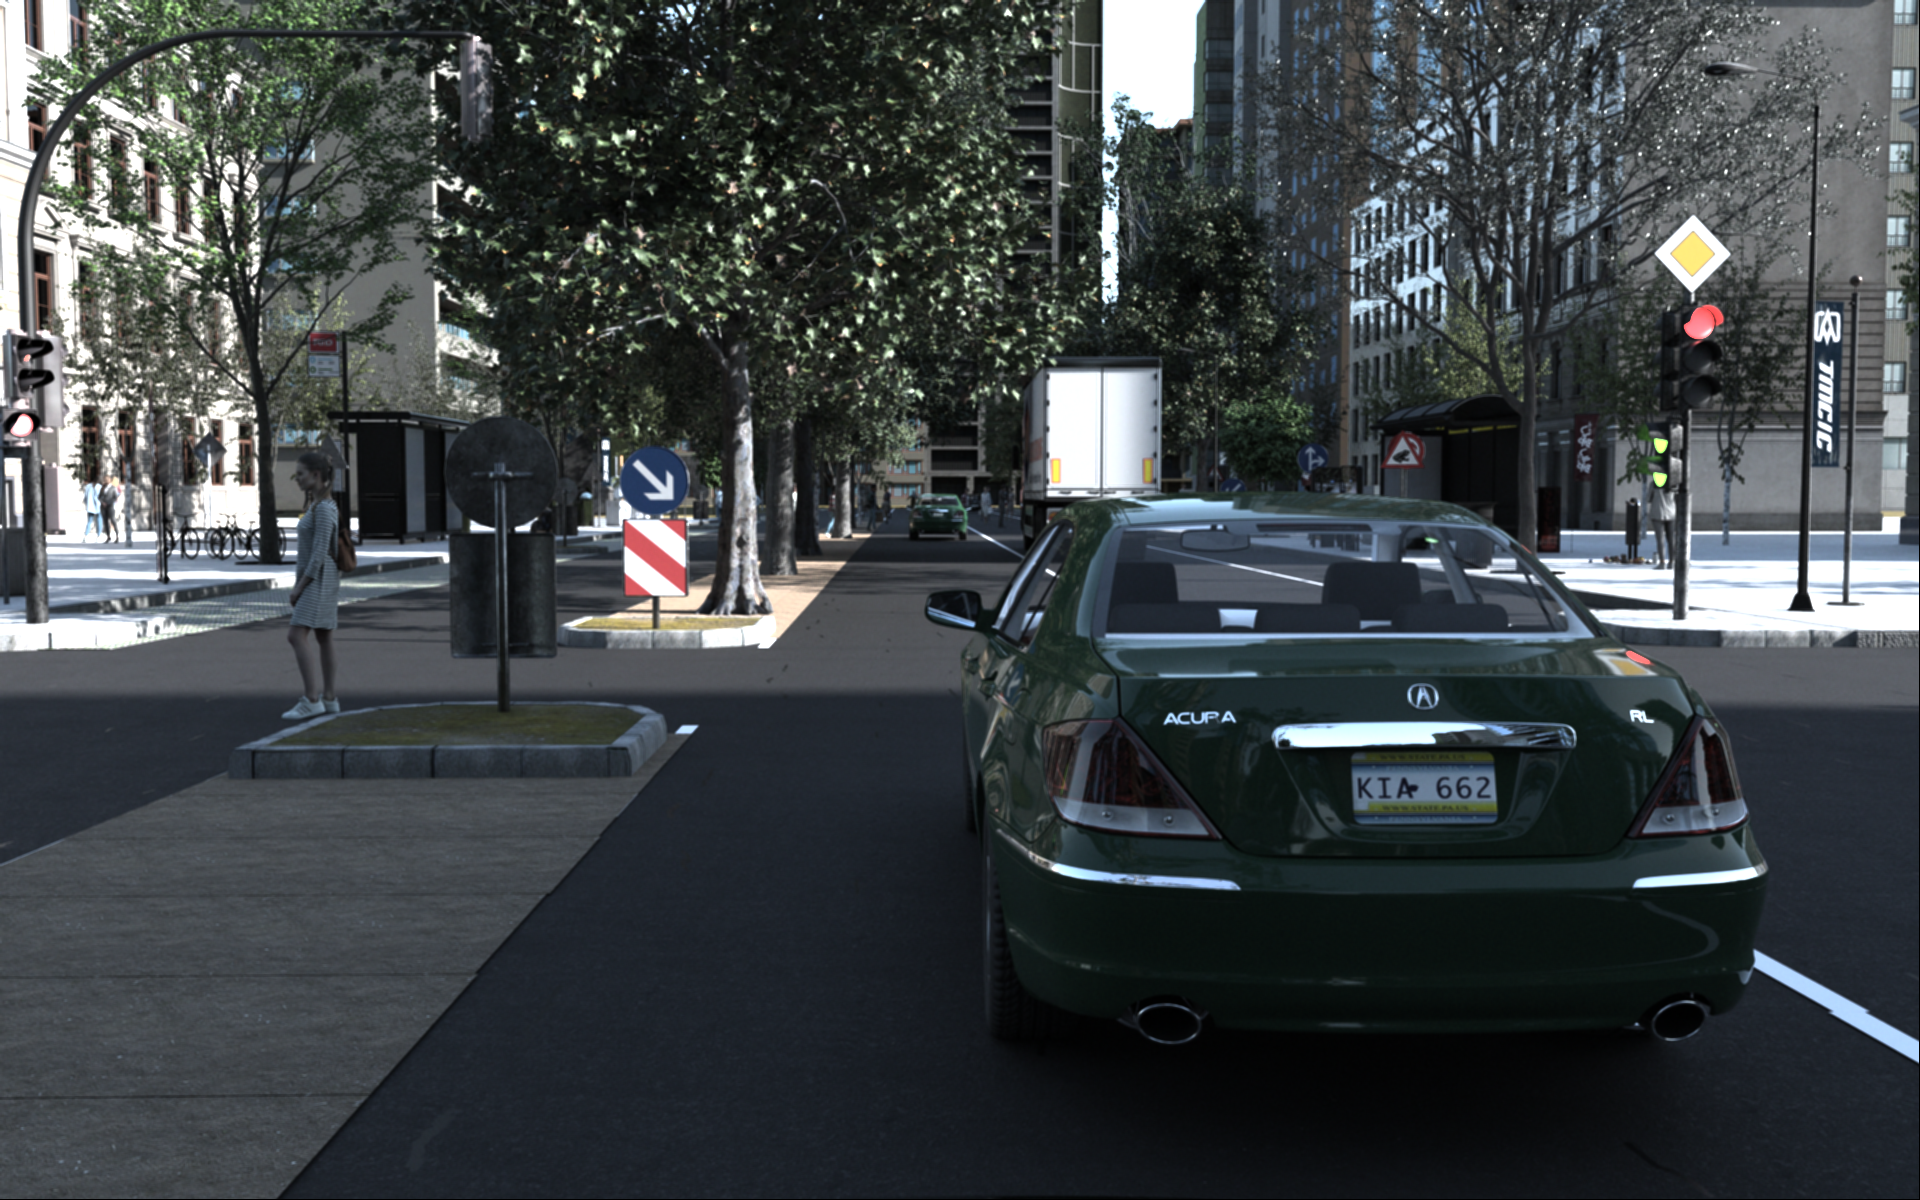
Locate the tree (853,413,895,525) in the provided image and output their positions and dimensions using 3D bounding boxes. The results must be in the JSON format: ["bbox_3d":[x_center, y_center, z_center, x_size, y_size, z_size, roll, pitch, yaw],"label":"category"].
[{"bbox_3d":[-4.581,-7.741,79.391,4.737,8.622,4.395,0,3,0],"label":"tree"}]

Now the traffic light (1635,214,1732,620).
[{"bbox_3d":[7.331,-1.751,17.547,0.839,4.253,0.868,0,4,-2],"label":"traffic light"}]

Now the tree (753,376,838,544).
[{"bbox_3d":[-4.035,-5.838,48.277,4.360,8.622,3.978,0,3,0],"label":"tree"}]

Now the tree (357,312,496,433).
[{"bbox_3d":[-21.911,-7.323,70.099,4.360,8.622,3.978,0,3,0],"label":"tree"}]

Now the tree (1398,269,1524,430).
[{"bbox_3d":[16.861,-6.481,56.325,4.737,8.622,4.395,0,3,0],"label":"tree"}]

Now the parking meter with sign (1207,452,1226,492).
[{"bbox_3d":[10.229,-4.577,71.088,1.738,3.016,0.543,-2,4,-33],"label":"parking meter with sign"}]

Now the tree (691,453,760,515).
[{"bbox_3d":[-14.935,-7.386,104.473,4.285,4.588,4.351,0,3,0],"label":"tree"}]

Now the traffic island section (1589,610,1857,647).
[{"bbox_3d":[7.371,0.283,17.662,2.009,0.180,2.903,0,4,-2],"label":"traffic island section"}]

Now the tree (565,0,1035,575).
[{"bbox_3d":[-3.228,-7.412,30.298,9.857,13.997,8.962,0,3,0],"label":"tree"}]

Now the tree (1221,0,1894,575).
[{"bbox_3d":[8.984,-7.164,27.494,12.009,13.543,11.850,0,3,0],"label":"tree"}]

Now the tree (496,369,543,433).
[{"bbox_3d":[-21.452,-7.911,79.710,4.360,8.622,3.978,0,3,0],"label":"tree"}]

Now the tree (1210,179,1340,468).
[{"bbox_3d":[8.827,-8.919,62.835,9.611,12.733,9.660,0,3,0],"label":"tree"}]

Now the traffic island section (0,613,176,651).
[{"bbox_3d":[-9.163,0.313,17.171,2.009,0.180,2.903,0,4,-2],"label":"traffic island section"}]

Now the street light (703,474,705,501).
[{"bbox_3d":[-12.785,-7.190,90.099,1.470,5.913,1.316,0,4,-2],"label":"street light"}]

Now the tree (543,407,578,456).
[{"bbox_3d":[-21.054,-8.498,89.311,4.360,8.622,3.978,0,3,0],"label":"tree"}]

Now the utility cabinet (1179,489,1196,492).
[{"bbox_3d":[10.602,-4.310,79.143,1.173,1.500,0.318,2,4,33],"label":"utility cabinet"}]

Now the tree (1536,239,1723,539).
[{"bbox_3d":[19.307,-6.051,49.296,4.737,8.622,4.395,0,3,0],"label":"tree"}]

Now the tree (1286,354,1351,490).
[{"bbox_3d":[18.705,-8.618,91.266,4.360,8.622,3.978,0,3,0],"label":"tree"}]

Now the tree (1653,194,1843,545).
[{"bbox_3d":[19.465,-5.679,43.207,4.360,8.622,3.978,0,3,0],"label":"tree"}]

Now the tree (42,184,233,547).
[{"bbox_3d":[-20.114,-5.587,41.705,4.360,8.622,3.978,0,3,0],"label":"tree"}]

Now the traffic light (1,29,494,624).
[{"bbox_3d":[-7.035,-2.597,17.136,4.771,5.953,1.251,0,4,-2],"label":"traffic light"}]

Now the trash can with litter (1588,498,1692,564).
[{"bbox_3d":[12.644,-1.308,32.440,1.678,1.210,2.233,1,4,10],"label":"trash can with litter"}]

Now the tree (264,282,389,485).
[{"bbox_3d":[-22.645,-6.773,61.106,4.737,8.622,4.395,0,3,0],"label":"tree"}]

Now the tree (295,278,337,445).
[{"bbox_3d":[-21.871,-6.394,54.903,4.360,8.622,3.978,0,3,0],"label":"tree"}]

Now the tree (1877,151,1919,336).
[{"bbox_3d":[20.330,-5.136,34.339,4.737,8.622,4.395,0,3,0],"label":"tree"}]

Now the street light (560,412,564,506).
[{"bbox_3d":[-11.758,-4.951,53.484,1.470,5.913,1.316,0,4,-2],"label":"street light"}]

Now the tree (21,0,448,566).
[{"bbox_3d":[-12.768,-6.456,31.317,9.928,11.665,9.643,0,3,0],"label":"tree"}]

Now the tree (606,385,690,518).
[{"bbox_3d":[-13.947,-7.972,80.709,4.737,8.622,4.395,0,3,0],"label":"tree"}]

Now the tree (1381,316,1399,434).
[{"bbox_3d":[18.766,-6.960,64.155,4.737,8.622,4.395,0,3,0],"label":"tree"}]

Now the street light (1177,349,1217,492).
[{"bbox_3d":[7.635,-5.072,55.462,1.470,5.913,1.316,0,4,-2],"label":"street light"}]

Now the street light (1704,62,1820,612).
[{"bbox_3d":[8.710,-2.832,18.836,1.470,5.913,1.316,0,4,-2],"label":"street light"}]

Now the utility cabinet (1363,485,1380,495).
[{"bbox_3d":[10.614,-2.176,44.255,0.318,1.500,1.173,2,4,32],"label":"utility cabinet"}]

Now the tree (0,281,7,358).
[{"bbox_3d":[-21.967,-5.251,36.219,4.737,8.622,4.395,0,3,0],"label":"tree"}]

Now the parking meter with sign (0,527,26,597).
[{"bbox_3d":[-12.400,-1.529,21.254,0.543,3.016,1.738,3,5,40],"label":"parking meter with sign"}]

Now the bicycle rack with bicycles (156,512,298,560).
[{"bbox_3d":[-14.315,-1.294,34.547,2.925,0.926,2.852,3,5,43],"label":"bicycle rack with bicycles"}]

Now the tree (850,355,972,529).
[{"bbox_3d":[-4.422,-9.661,70.786,12.009,13.543,11.850,0,3,0],"label":"tree"}]

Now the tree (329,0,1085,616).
[{"bbox_3d":[-2.676,-6.181,20.533,9.611,12.733,9.660,0,3,0],"label":"tree"}]

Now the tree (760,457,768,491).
[{"bbox_3d":[-15.049,-9.372,136.943,4.285,4.588,4.351,0,3,0],"label":"tree"}]

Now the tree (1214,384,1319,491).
[{"bbox_3d":[9.240,-4.170,51.889,4.285,4.588,4.351,0,3,0],"label":"tree"}]

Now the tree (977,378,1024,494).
[{"bbox_3d":[5.105,-15.333,168.822,7.486,12.596,7.792,0,3,0],"label":"tree"}]

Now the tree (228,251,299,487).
[{"bbox_3d":[-21.988,-6.076,49.713,4.360,8.622,3.978,0,3,0],"label":"tree"}]

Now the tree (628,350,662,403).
[{"bbox_3d":[-13.692,-8.121,58.536,9.928,11.665,9.643,0,3,0],"label":"tree"}]

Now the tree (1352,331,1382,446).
[{"bbox_3d":[17.998,-7.293,69.595,4.737,8.622,4.395,0,3,0],"label":"tree"}]
